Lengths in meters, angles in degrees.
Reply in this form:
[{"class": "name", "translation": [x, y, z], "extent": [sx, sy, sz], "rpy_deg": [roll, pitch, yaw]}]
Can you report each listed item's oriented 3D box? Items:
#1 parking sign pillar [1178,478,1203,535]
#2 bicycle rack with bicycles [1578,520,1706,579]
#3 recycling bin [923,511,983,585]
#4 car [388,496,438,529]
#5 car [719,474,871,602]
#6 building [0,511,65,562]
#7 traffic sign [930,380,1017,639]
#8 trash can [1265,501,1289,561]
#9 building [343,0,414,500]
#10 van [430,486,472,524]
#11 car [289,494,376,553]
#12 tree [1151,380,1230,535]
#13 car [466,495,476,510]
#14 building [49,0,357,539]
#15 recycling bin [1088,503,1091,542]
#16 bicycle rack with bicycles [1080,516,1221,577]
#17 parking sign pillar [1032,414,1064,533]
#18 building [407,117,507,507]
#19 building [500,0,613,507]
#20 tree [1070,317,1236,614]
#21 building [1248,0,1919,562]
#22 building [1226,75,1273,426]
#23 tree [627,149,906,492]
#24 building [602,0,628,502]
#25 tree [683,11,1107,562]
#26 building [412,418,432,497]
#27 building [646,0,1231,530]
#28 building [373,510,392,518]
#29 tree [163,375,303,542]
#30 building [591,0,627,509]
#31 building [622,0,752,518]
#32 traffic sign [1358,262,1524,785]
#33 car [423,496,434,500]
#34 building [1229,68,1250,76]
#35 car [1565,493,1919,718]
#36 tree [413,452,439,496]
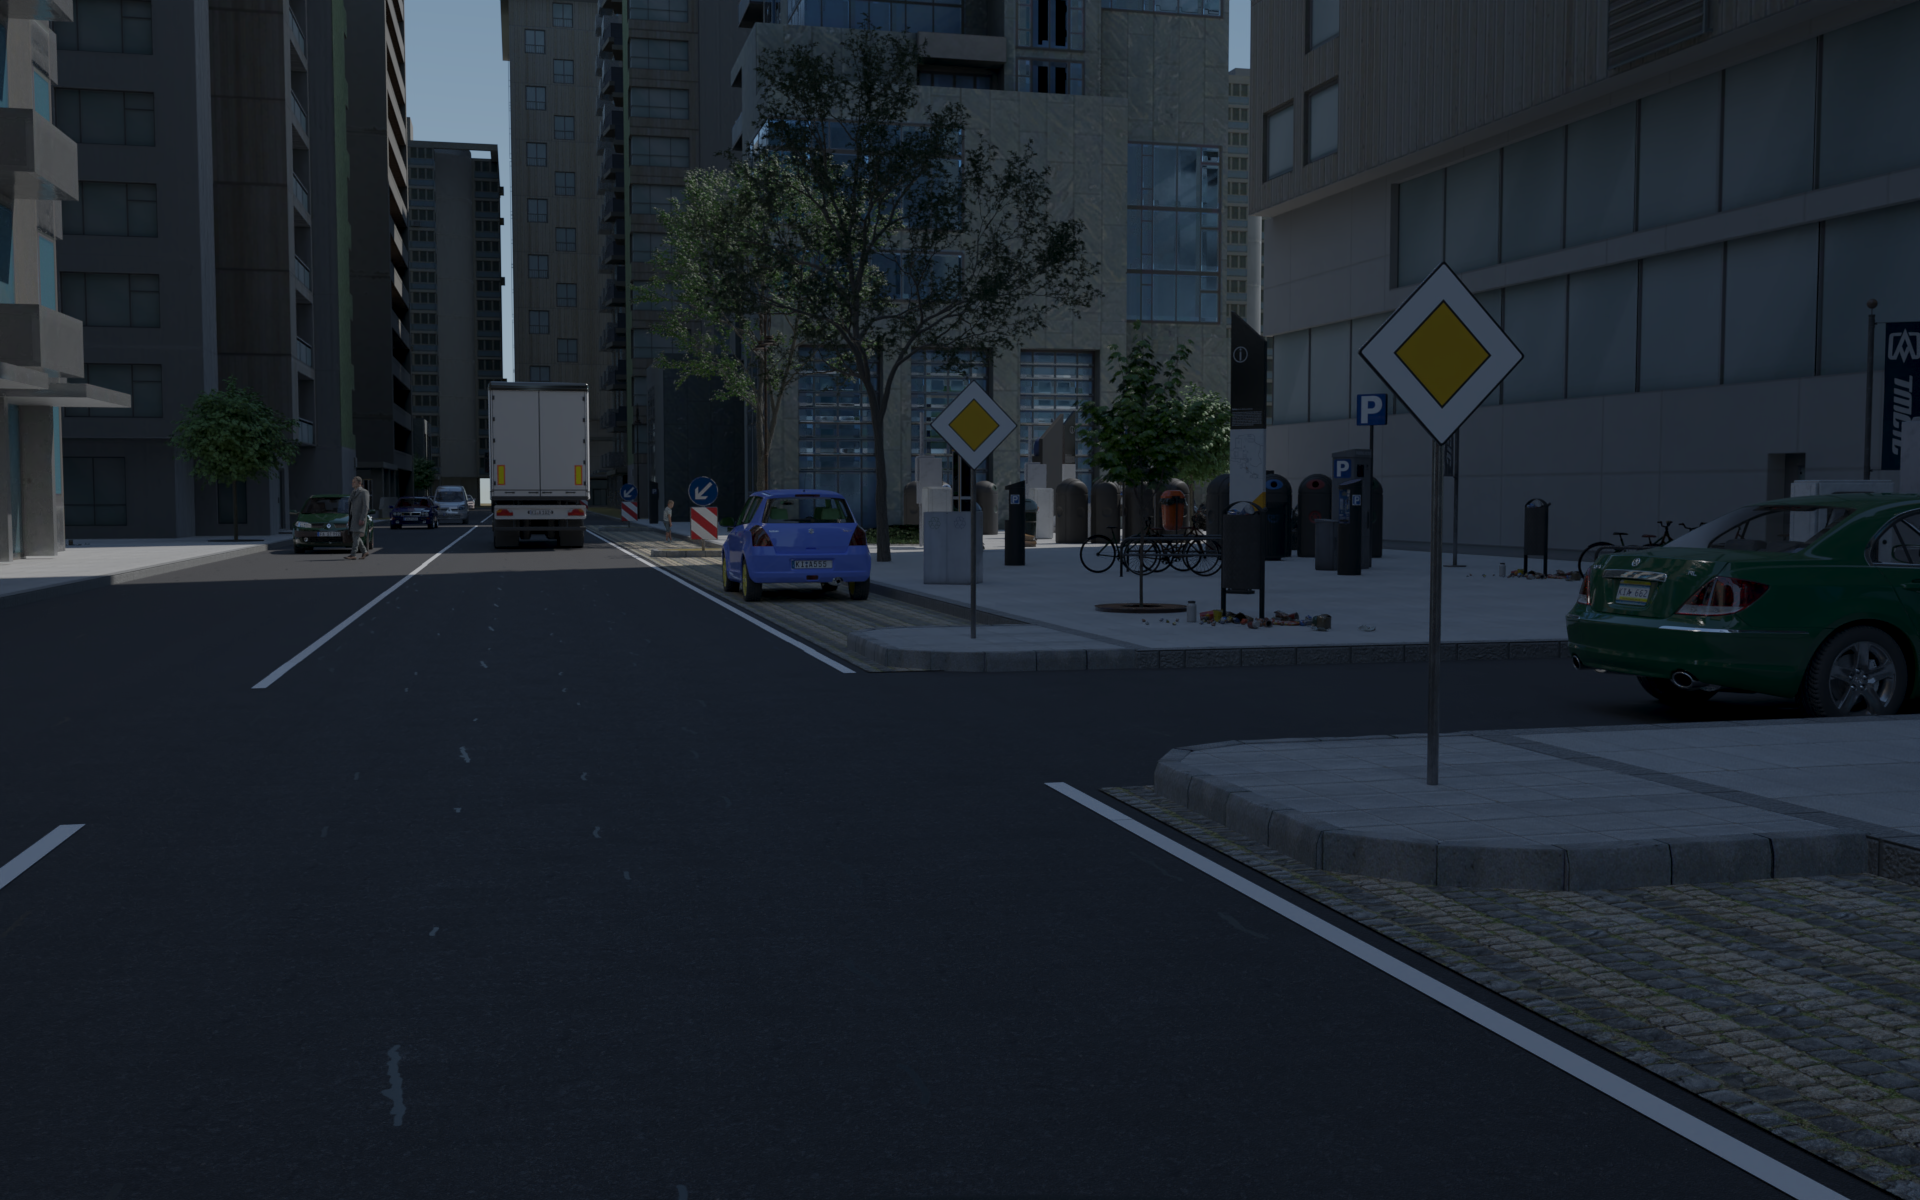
[{"class": "parking sign pillar", "translation": [6.776, -3.970, 53.375], "extent": [1.447, 3.967, 1.447], "rpy_deg": [-1, 4, -16]}, {"class": "bicycle rack with bicycles", "translation": [9.511, -0.576, 22.797], "extent": [2.852, 0.926, 2.925], "rpy_deg": [-3, 5, -45]}, {"class": "recycling bin", "translation": [-0.094, -0.751, 24.841], "extent": [0.722, 1.027, 0.722], "rpy_deg": [1, 4, 14]}, {"class": "car", "translation": [-22.610, -3.619, 71.750], "extent": [1.945, 1.354, 3.894], "rpy_deg": [-1, 4, -13]}, {"class": "car", "translation": [-2.370, -0.903, 24.352], "extent": [1.945, 1.707, 3.694], "rpy_deg": [-1, 4, -14]}, {"class": "building", "translation": [-26.188, -24.649, 22.613], "extent": [23.786, 49.044, 30.456], "rpy_deg": [-1, 4, -14]}, {"class": "traffic sign", "translation": [0.116, -0.715, 15.325], "extent": [0.795, 2.450, 0.064], "rpy_deg": [-1, 4, -14]}, {"class": "trash can", "translation": [5.968, -1.328, 33.373], "extent": [0.748, 1.137, 0.748], "rpy_deg": [0, 3, 0]}, {"class": "building", "translation": [-48.851, -30.122, 116.202], "extent": [21.300, 48.544, 21.600], "rpy_deg": [-1, 4, -14]}, {"class": "van", "translation": [-24.597, -4.682, 83.570], "extent": [2.013, 2.044, 4.112], "rpy_deg": [-1, 4, -15]}, {"class": "car", "translation": [-15.598, -2.042, 43.176], "extent": [2.009, 1.686, 4.222], "rpy_deg": [-1, 4, -16]}, {"class": "tree", "translation": [6.776, -4.061, 50.104], "extent": [4.285, 4.588, 4.351], "rpy_deg": [0, 3, 0]}, {"class": "car", "translation": [-44.918, -8.834, 156.803], "extent": [2.083, 1.381, 4.827], "rpy_deg": [-1, 4, -16]}, {"class": "building", "translation": [-27.171, -22.641, 53.775], "extent": [14.154, 41.232, 14.086], "rpy_deg": [-1, 4, -14]}, {"class": "recycling bin", "translation": [3.506, -2.091, 46.738], "extent": [0.722, 1.027, 0.722], "rpy_deg": [2, 4, 34]}, {"class": "bicycle rack with bicycles", "translation": [3.363, -0.875, 27.695], "extent": [2.925, 0.926, 2.852], "rpy_deg": [1, 4, 10]}, {"class": "parking sign pillar", "translation": [2.927, -4.232, 57.661], "extent": [1.447, 3.967, 1.447], "rpy_deg": [3, 4, 36]}, {"class": "building", "translation": [-59.692, -29.876, 180.349], "extent": [23.993, 40.220, 32.217], "rpy_deg": [-1, 4, -14]}, {"class": "building", "translation": [-34.314, -36.415, 184.618], "extent": [27.495, 52.752, 28.713], "rpy_deg": [-1, 4, -14]}, {"class": "tree", "translation": [1.945, -1.500, 19.126], "extent": [1.663, 3.219, 1.824], "rpy_deg": [0, 3, 0]}, {"class": "building", "translation": [23.481, -27.269, 35.083], "extent": [27.495, 52.752, 28.713], "rpy_deg": [-1, 4, -14]}, {"class": "building", "translation": [14.565, -28.481, 157.545], "extent": [23.993, 40.220, 32.217], "rpy_deg": [-1, 4, -14]}, {"class": "tree", "translation": [-5.738, -7.673, 51.212], "extent": [9.928, 11.665, 9.643], "rpy_deg": [0, 3, 0]}, {"class": "building", "translation": [-13.324, -28.526, 121.028], "extent": [22.147, 44.769, 28.867], "rpy_deg": [-1, 4, -14]}, {"class": "tree", "translation": [-1.398, -6.026, 32.942], "extent": [8.767, 10.594, 7.601], "rpy_deg": [0, 4, 4]}, {"class": "building", "translation": [-61.081, -50.785, 143.003], "extent": [31.000, 86.520, 22.319], "rpy_deg": [-1, 4, -14]}, {"class": "building", "translation": [-1.499, -46.604, 74.654], "extent": [22.319, 86.520, 31.000], "rpy_deg": [-1, 4, -14]}, {"class": "building", "translation": [-47.805, -24.530, 92.951], "extent": [32.217, 40.220, 23.993], "rpy_deg": [-1, 4, -14]}, {"class": "tree", "translation": [-19.781, -3.871, 47.005], "extent": [4.285, 4.588, 4.351], "rpy_deg": [0, 3, 0]}, {"class": "building", "translation": [-19.712, -32.429, 149.824], "extent": [23.786, 49.044, 30.456], "rpy_deg": [-1, 4, -14]}, {"class": "building", "translation": [-12.230, -25.425, 99.297], "extent": [14.154, 41.232, 14.086], "rpy_deg": [-1, 4, -14]}, {"class": "traffic sign", "translation": [2.084, -0.241, 7.586], "extent": [0.795, 2.450, 0.064], "rpy_deg": [-1, 4, -14]}, {"class": "car", "translation": [-29.931, -5.245, 98.333], "extent": [1.945, 1.354, 3.894], "rpy_deg": [-1, 4, -13]}, {"class": "building", "translation": [30.697, -29.830, 171.322], "extent": [14.086, 41.232, 14.154], "rpy_deg": [-1, 4, -14]}, {"class": "car", "translation": [6.506, 0.017, 11.528], "extent": [4.920, 1.459, 2.131], "rpy_deg": [-1, 4, -14]}, {"class": "tree", "translation": [-42.463, -9.297, 135.724], "extent": [4.285, 4.588, 4.351], "rpy_deg": [0, 3, 0]}]
